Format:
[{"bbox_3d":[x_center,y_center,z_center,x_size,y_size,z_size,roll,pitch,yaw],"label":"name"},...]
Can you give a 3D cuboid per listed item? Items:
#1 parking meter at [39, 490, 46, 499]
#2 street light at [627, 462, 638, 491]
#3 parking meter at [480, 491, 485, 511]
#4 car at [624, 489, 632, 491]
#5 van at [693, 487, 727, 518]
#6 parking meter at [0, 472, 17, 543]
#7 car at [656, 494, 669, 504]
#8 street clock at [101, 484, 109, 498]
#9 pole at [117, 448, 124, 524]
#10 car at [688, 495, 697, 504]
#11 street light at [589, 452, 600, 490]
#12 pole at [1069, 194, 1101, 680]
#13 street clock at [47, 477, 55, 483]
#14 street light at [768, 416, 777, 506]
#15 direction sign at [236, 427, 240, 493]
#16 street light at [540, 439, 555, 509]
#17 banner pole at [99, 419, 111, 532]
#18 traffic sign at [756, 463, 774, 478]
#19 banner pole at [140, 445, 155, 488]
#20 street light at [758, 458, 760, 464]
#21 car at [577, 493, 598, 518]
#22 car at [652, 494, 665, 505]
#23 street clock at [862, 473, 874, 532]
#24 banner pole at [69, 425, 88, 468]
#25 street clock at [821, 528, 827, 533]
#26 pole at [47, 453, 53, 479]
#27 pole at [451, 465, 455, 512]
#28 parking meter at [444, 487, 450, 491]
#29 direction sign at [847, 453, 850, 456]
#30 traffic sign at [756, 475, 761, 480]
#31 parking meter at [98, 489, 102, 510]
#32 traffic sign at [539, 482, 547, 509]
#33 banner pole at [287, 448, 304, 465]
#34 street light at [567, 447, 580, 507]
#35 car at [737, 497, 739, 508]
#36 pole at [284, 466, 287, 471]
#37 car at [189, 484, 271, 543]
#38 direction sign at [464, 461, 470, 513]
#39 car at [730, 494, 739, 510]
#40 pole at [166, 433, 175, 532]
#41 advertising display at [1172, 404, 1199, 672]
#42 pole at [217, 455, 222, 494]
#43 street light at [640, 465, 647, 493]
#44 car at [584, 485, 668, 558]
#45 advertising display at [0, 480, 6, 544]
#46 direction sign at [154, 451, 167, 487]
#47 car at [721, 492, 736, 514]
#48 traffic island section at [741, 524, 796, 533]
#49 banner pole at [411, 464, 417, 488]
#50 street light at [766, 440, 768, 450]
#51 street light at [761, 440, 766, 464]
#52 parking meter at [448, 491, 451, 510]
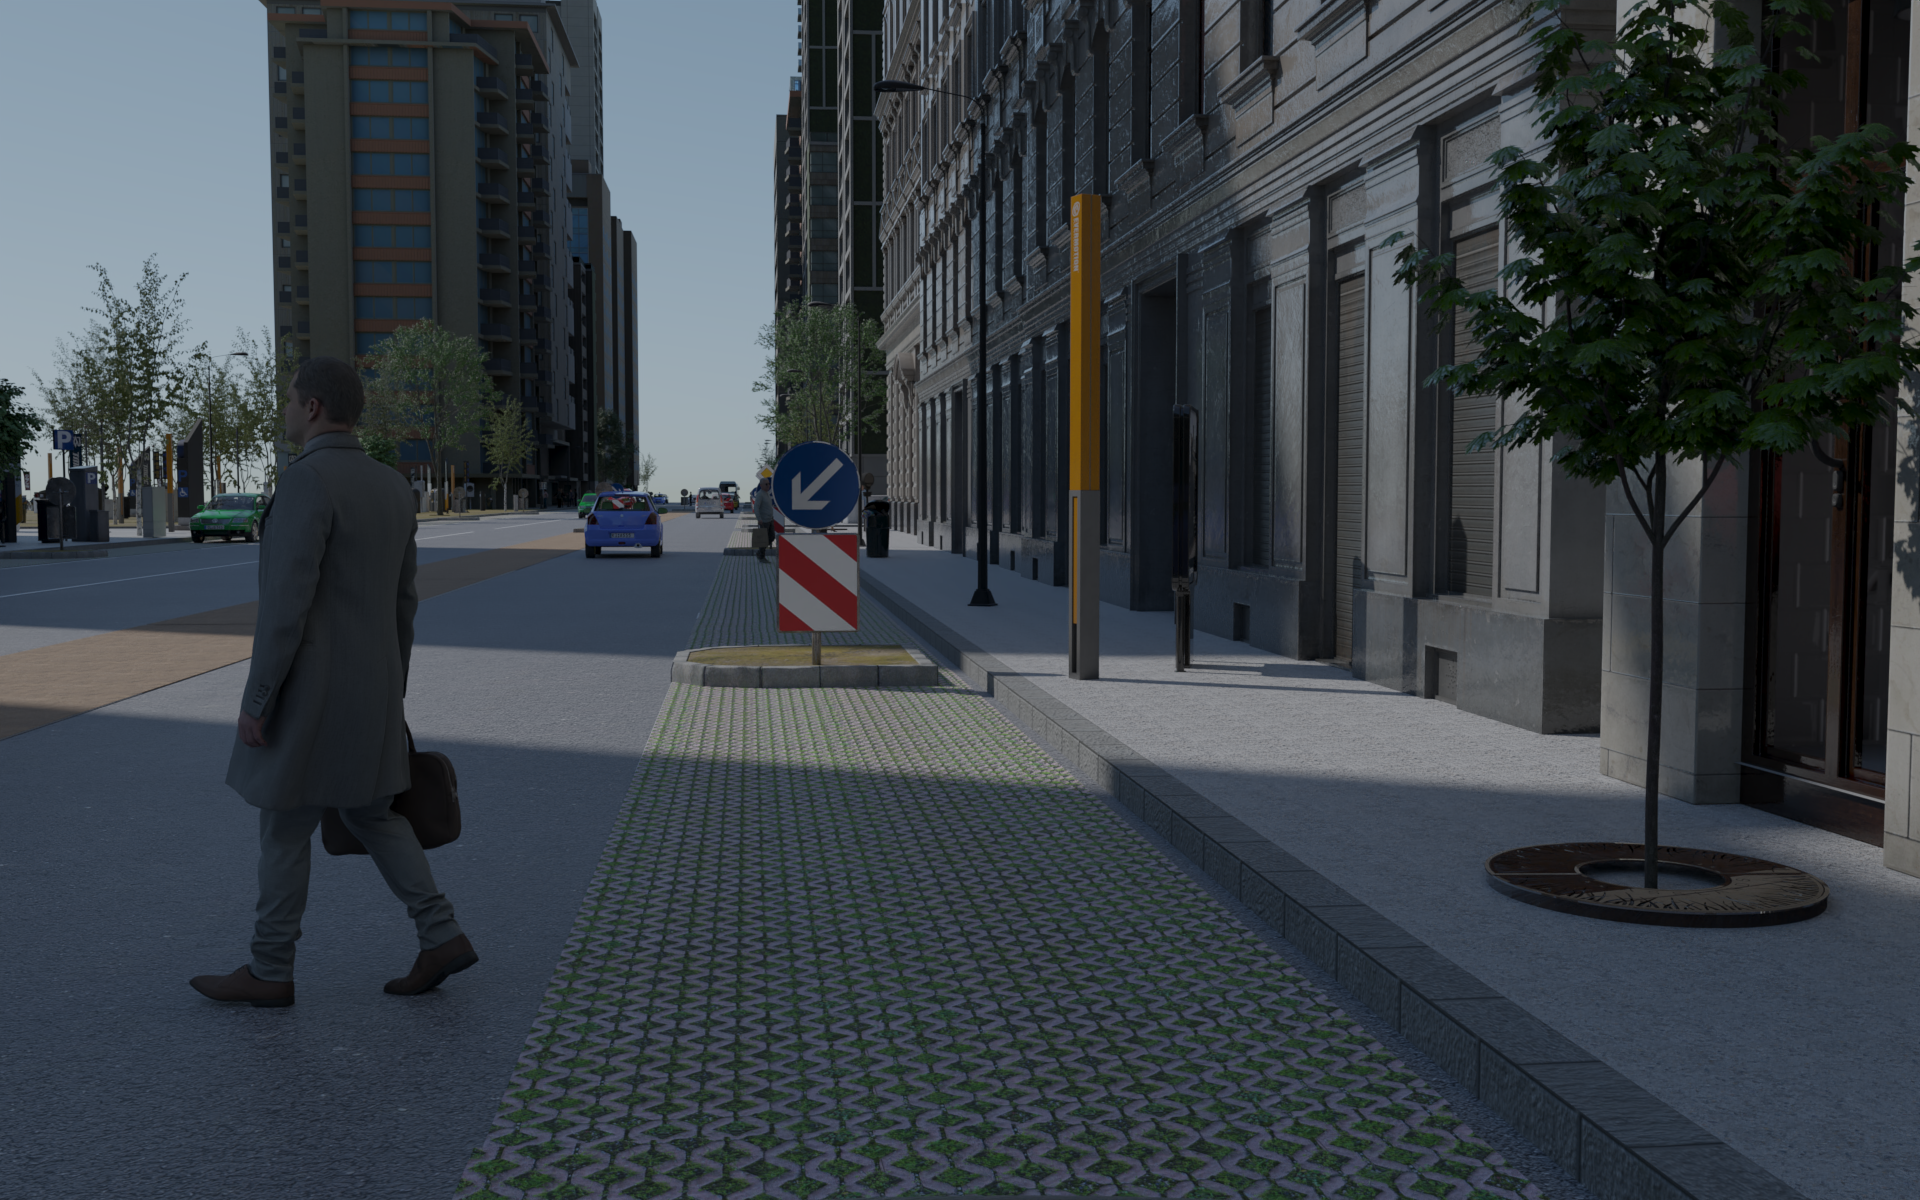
[{"bbox_3d":[-53.178,-5.627,100.416,0.372,1.533,0.369,0,3,0],"label":"parking meter"},{"bbox_3d":[-47.853,-17.104,252.198,1.470,5.913,1.316,0,4,-7],"label":"street light"},{"bbox_3d":[-36.399,-7.564,132.078,0.372,1.533,0.369,0,3,0],"label":"parking meter"},{"bbox_3d":[-23.767,-6.871,121.016,2.281,1.827,5.304,0,4,-6],"label":"car"},{"bbox_3d":[-14.905,-5.882,103.185,2.013,2.044,4.112,0,4,-7],"label":"van"},{"bbox_3d":[-25.119,-2.444,45.666,0.399,1.863,0.255,2,4,28],"label":"parking meter"},{"bbox_3d":[-44.756,-15.321,260.284,2.009,1.686,4.222,0,4,-6],"label":"car"},{"bbox_3d":[-59.025,-7.036,119.614,0.471,2.002,0.358,0,4,-1],"label":"street clock"},{"bbox_3d":[-36.397,-4.968,75.076,0.158,3.312,0.155,0,3,0],"label":"pole"},{"bbox_3d":[-37.362,-14.121,243.232,2.083,1.381,4.827,0,4,-6],"label":"car"},{"bbox_3d":[-40.505,-13.407,191.751,1.470,5.913,1.316,0,4,-7],"label":"street light"},{"bbox_3d":[0.860,-1.106,11.932,0.158,3.312,0.155,0,3,0],"label":"pole"},{"bbox_3d":[-39.310,-4.318,75.174,0.471,2.002,0.358,-3,5,-43],"label":"street clock"},{"bbox_3d":[-10.529,-7.995,103.259,1.470,5.913,1.316,0,4,-7],"label":"street light"},{"bbox_3d":[-24.500,-4.085,58.789,0.379,3.537,0.876,-2,4,-24],"label":"direction sign"},{"bbox_3d":[-35.020,-10.673,147.047,1.470,5.913,1.316,0,4,-7],"label":"street light"},{"bbox_3d":[-28.510,-4.130,57.549,0.401,3.779,0.863,-1,4,-20],"label":"banner pole"},{"bbox_3d":[-7.262,-3.861,65.312,0.795,2.593,0.064,0,4,-7],"label":"traffic sign"},{"bbox_3d":[-41.311,-6.009,88.259,0.863,3.779,0.401,-3,5,-41],"label":"banner pole"},{"bbox_3d":[-22.427,-14.011,201.621,1.470,5.913,1.316,0,4,-7],"label":"street light"},{"bbox_3d":[-21.763,-5.776,103.231,1.959,1.807,4.718,-1,4,-8],"label":"car"},{"bbox_3d":[-41.494,-14.001,238.513,1.945,1.707,3.694,-1,4,-8],"label":"car"},{"bbox_3d":[-3.163,-3.332,59.053,0.358,2.002,0.471,3,5,44],"label":"street clock"},{"bbox_3d":[-31.945,-4.460,62.938,0.863,3.779,0.401,0,4,2],"label":"banner pole"},{"bbox_3d":[-4.194,-2.981,53.315,0.471,2.002,0.358,0,4,5],"label":"street clock"},{"bbox_3d":[-45.056,-5.626,85.822,0.158,3.312,0.155,0,3,0],"label":"pole"},{"bbox_3d":[-35.909,-7.879,122.672,0.158,3.312,0.155,0,3,0],"label":"pole"},{"bbox_3d":[-41.856,-8.293,141.303,0.399,1.863,0.255,1,4,14],"label":"parking meter"},{"bbox_3d":[-6.539,-6.366,96.089,0.876,3.537,0.379,1,4,10],"label":"direction sign"},{"bbox_3d":[-8.230,-4.345,73.238,0.795,2.593,0.064,0,4,-7],"label":"traffic sign"},{"bbox_3d":[-45.096,-5.025,90.566,0.372,1.533,0.369,0,3,0],"label":"parking meter"},{"bbox_3d":[-35.117,-8.796,145.939,0.606,2.300,0.079,0,4,-2],"label":"traffic sign"},{"bbox_3d":[-36.022,-6.361,94.016,0.863,3.779,0.401,-2,4,-26],"label":"banner pole"},{"bbox_3d":[-37.798,-12.040,169.395,1.470,5.913,1.316,0,4,-7],"label":"street light"},{"bbox_3d":[-24.367,-10.714,183.969,1.959,1.807,4.718,-1,4,-8],"label":"car"},{"bbox_3d":[-49.316,-8.126,126.698,0.158,3.312,0.155,0,3,0],"label":"pole"},{"bbox_3d":[-21.733,-2.652,52.163,1.959,1.807,4.718,0,4,-6],"label":"car"},{"bbox_3d":[-33.784,-7.742,118.579,0.379,3.537,0.876,0,4,5],"label":"direction sign"},{"bbox_3d":[-20.951,-8.939,156.369,2.015,1.641,3.980,-1,4,-9],"label":"car"},{"bbox_3d":[-26.571,-3.940,58.269,0.158,3.312,0.155,0,3,0],"label":"pole"},{"bbox_3d":[1.675,-0.468,12.860,0.123,1.923,0.974,1,4,12],"label":"advertising display"},{"bbox_3d":[-39.113,-5.972,91.478,0.158,3.312,0.155,0,3,0],"label":"pole"},{"bbox_3d":[-50.548,-18.472,274.555,1.470,5.913,1.316,0,4,-7],"label":"street light"},{"bbox_3d":[-7.772,-1.872,40.198,1.945,1.707,3.694,-1,4,-9],"label":"car"},{"bbox_3d":[-25.117,-2.414,44.683,0.974,1.923,0.123,0,4,5],"label":"advertising display"},{"bbox_3d":[-42.105,-6.076,91.342,0.876,3.537,0.379,1,4,9],"label":"direction sign"},{"bbox_3d":[-17.727,-7.317,128.672,2.155,1.783,4.494,-1,4,-8],"label":"car"},{"bbox_3d":[-7.240,-2.637,65.397,2.009,0.180,2.903,0,4,-7],"label":"traffic island section"},{"bbox_3d":[-45.027,-9.356,142.980,0.401,3.779,0.863,2,4,30],"label":"banner pole"},{"bbox_3d":[-13.158,-9.363,125.625,1.470,5.913,1.316,0,4,-7],"label":"street light"},{"bbox_3d":[-17.016,-11.276,156.908,1.470,5.913,1.316,0,4,-7],"label":"street light"},{"bbox_3d":[-40.315,-7.837,136.541,0.372,1.533,0.369,0,3,0],"label":"parking meter"}]
